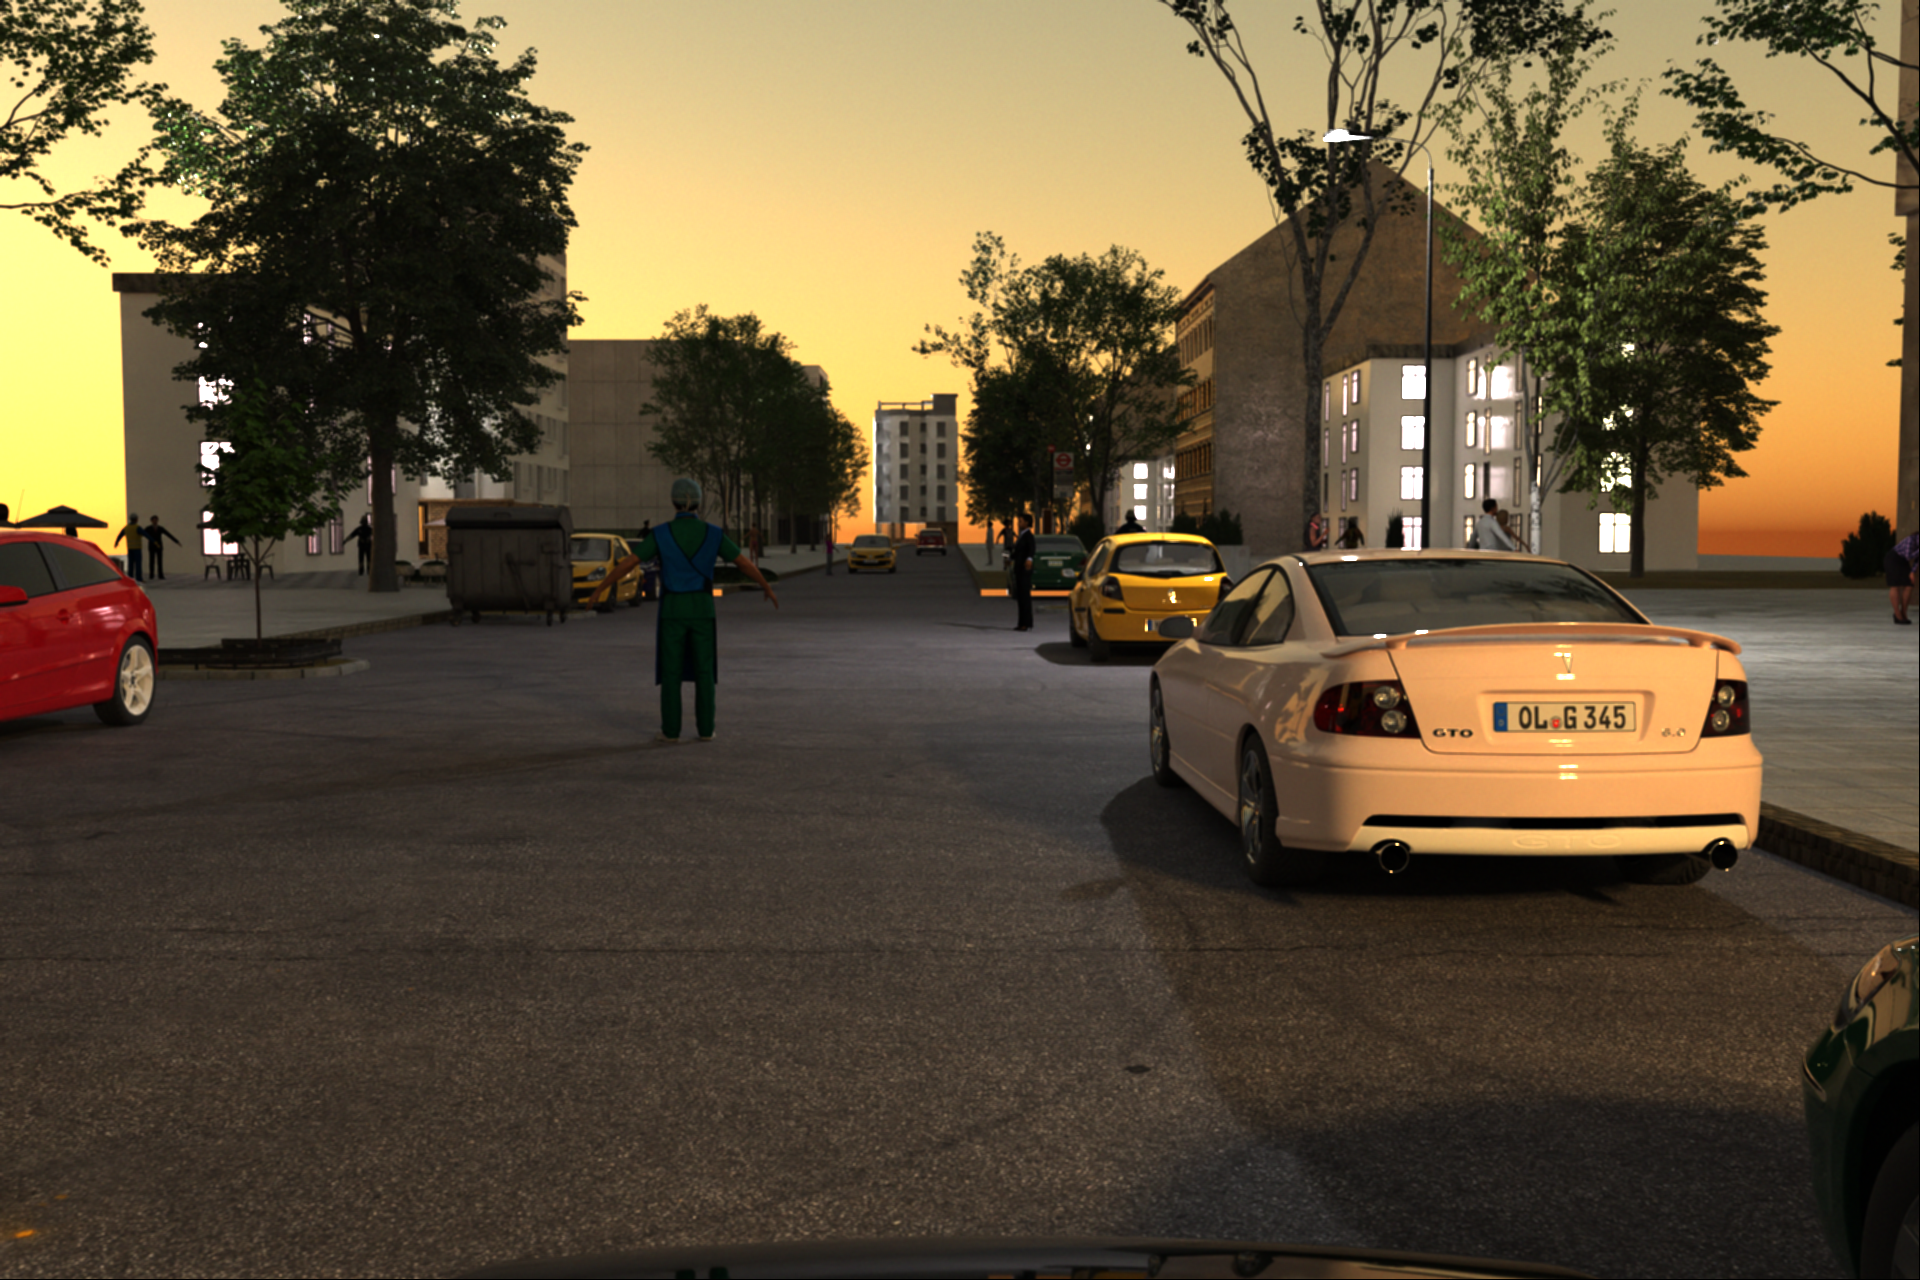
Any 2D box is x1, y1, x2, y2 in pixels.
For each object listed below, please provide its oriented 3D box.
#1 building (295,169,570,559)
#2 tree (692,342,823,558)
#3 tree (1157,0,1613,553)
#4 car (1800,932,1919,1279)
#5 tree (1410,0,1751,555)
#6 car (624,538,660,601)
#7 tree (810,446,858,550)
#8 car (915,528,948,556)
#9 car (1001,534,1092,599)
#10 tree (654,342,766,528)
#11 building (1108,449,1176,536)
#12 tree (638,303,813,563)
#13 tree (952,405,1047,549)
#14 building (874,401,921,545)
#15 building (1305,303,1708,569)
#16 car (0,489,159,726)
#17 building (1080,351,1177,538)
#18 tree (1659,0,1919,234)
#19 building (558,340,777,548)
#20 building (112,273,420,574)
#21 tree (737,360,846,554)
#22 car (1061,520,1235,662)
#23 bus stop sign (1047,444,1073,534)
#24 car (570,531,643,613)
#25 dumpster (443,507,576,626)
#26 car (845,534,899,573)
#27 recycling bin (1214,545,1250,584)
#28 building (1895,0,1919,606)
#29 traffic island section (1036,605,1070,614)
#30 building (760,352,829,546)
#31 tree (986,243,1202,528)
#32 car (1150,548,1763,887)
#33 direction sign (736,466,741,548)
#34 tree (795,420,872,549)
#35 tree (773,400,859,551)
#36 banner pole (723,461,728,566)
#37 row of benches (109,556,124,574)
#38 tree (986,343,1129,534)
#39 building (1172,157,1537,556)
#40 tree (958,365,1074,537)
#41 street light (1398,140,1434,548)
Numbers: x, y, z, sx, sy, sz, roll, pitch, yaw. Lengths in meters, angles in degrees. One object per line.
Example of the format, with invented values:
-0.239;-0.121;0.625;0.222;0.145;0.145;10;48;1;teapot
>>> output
-28.264;-14.321;90.568;16.016;20.090;11.380;0;4;0;building
-11.004;-10.281;93.842;9.928;11.665;9.643;0;3;0;tree
9.200;-11.097;37.324;12.611;20.169;13.585;0;3;0;tree
2.288;0.667;0.886;2.131;1.459;4.920;0;4;-1;car
8.357;-4.524;24.330;4.737;8.622;4.395;0;3;0;tree
-7.327;-1.572;38.281;1.945;1.354;3.894;0;4;0;car
-10.882;-11.398;136.720;4.360;8.622;3.978;0;3;0;tree
-1.941;-6.638;117.208;2.281;1.827;5.304;0;4;-1;car
2.021;-1.688;39.399;2.131;1.459;4.920;0;4;-1;car
-10.073;-7.113;66.657;4.360;8.622;3.978;0;3;0;tree
21.488;-14.782;183.830;9.099;9.664;28.070;0;4;-1;building
-10.447;-9.275;77.399;9.928;11.665;9.643;0;3;0;tree
4.357;-14.344;144.889;12.009;13.543;11.850;0;3;0;tree
-11.398;-23.138;237.186;11.380;20.090;16.016;0;4;-1;building
22.559;-8.238;76.845;9.099;9.664;28.070;0;3;0;building
-7.033;-0.152;11.524;2.155;1.783;4.494;0;4;-1;car
24.542;-23.196;210.179;19.493;23.208;18.063;0;4;0;building
8.604;-5.372;13.588;9.928;11.665;9.643;0;3;0;tree
-28.358;-18.772;173.383;16.747;18.905;31.486;0;3;0;building
-26.639;-7.810;69.834;9.099;9.664;28.070;0;4;-1;building
-11.256;-11.964;113.740;7.486;12.596;7.792;0;3;0;tree
2.268;-0.648;20.822;2.015;1.641;3.980;0;4;-1;car
2.945;-3.848;51.621;0.855;3.939;0.416;0;4;-1;bus stop sign
-7.156;-1.383;32.829;2.015;1.641;3.980;0;4;0;car
-7.094;-1.169;27.332;1.865;1.857;1.264;0;4;-1;dumpster
-3.237;-3.299;64.169;2.015;1.641;3.980;0;4;-1;car
6.092;-1.607;38.826;0.722;1.027;0.722;0;4;0;recycling bin
26.837;-14.963;10.871;22.709;31.103;35.509;0;4;-1;building
2.416;-0.560;32.021;1.991;0.108;1.994;0;3;0;traffic island section
-30.951;-22.240;207.597;27.936;21.610;32.646;0;4;0;building
5.023;-8.423;63.464;9.928;11.665;9.643;0;3;0;tree
2.073;0.240;8.437;2.083;1.381;4.827;0;4;-1;car
-7.473;-4.066;58.474;0.379;3.537;0.876;0;4;-1;direction sign
-11.031;-13.465;145.910;9.928;11.665;9.643;0;3;0;tree
-11.179;-12.465;129.551;9.928;11.665;9.643;0;3;0;tree
-8.089;-4.276;59.935;0.401;3.779;0.863;0;4;1;banner pole
-25.027;-1.958;47.472;4.104;0.672;1.422;-1;4;-15;row of benches
4.750;-9.199;84.822;7.601;10.594;8.767;0;4;5;tree
24.125;-17.104;110.571;19.493;23.208;18.063;0;3;0;building
4.714;-13.665;130.079;9.857;13.997;8.962;0;3;0;tree
5.947;-2.904;20.022;1.470;5.913;1.316;0;4;-1;street light
